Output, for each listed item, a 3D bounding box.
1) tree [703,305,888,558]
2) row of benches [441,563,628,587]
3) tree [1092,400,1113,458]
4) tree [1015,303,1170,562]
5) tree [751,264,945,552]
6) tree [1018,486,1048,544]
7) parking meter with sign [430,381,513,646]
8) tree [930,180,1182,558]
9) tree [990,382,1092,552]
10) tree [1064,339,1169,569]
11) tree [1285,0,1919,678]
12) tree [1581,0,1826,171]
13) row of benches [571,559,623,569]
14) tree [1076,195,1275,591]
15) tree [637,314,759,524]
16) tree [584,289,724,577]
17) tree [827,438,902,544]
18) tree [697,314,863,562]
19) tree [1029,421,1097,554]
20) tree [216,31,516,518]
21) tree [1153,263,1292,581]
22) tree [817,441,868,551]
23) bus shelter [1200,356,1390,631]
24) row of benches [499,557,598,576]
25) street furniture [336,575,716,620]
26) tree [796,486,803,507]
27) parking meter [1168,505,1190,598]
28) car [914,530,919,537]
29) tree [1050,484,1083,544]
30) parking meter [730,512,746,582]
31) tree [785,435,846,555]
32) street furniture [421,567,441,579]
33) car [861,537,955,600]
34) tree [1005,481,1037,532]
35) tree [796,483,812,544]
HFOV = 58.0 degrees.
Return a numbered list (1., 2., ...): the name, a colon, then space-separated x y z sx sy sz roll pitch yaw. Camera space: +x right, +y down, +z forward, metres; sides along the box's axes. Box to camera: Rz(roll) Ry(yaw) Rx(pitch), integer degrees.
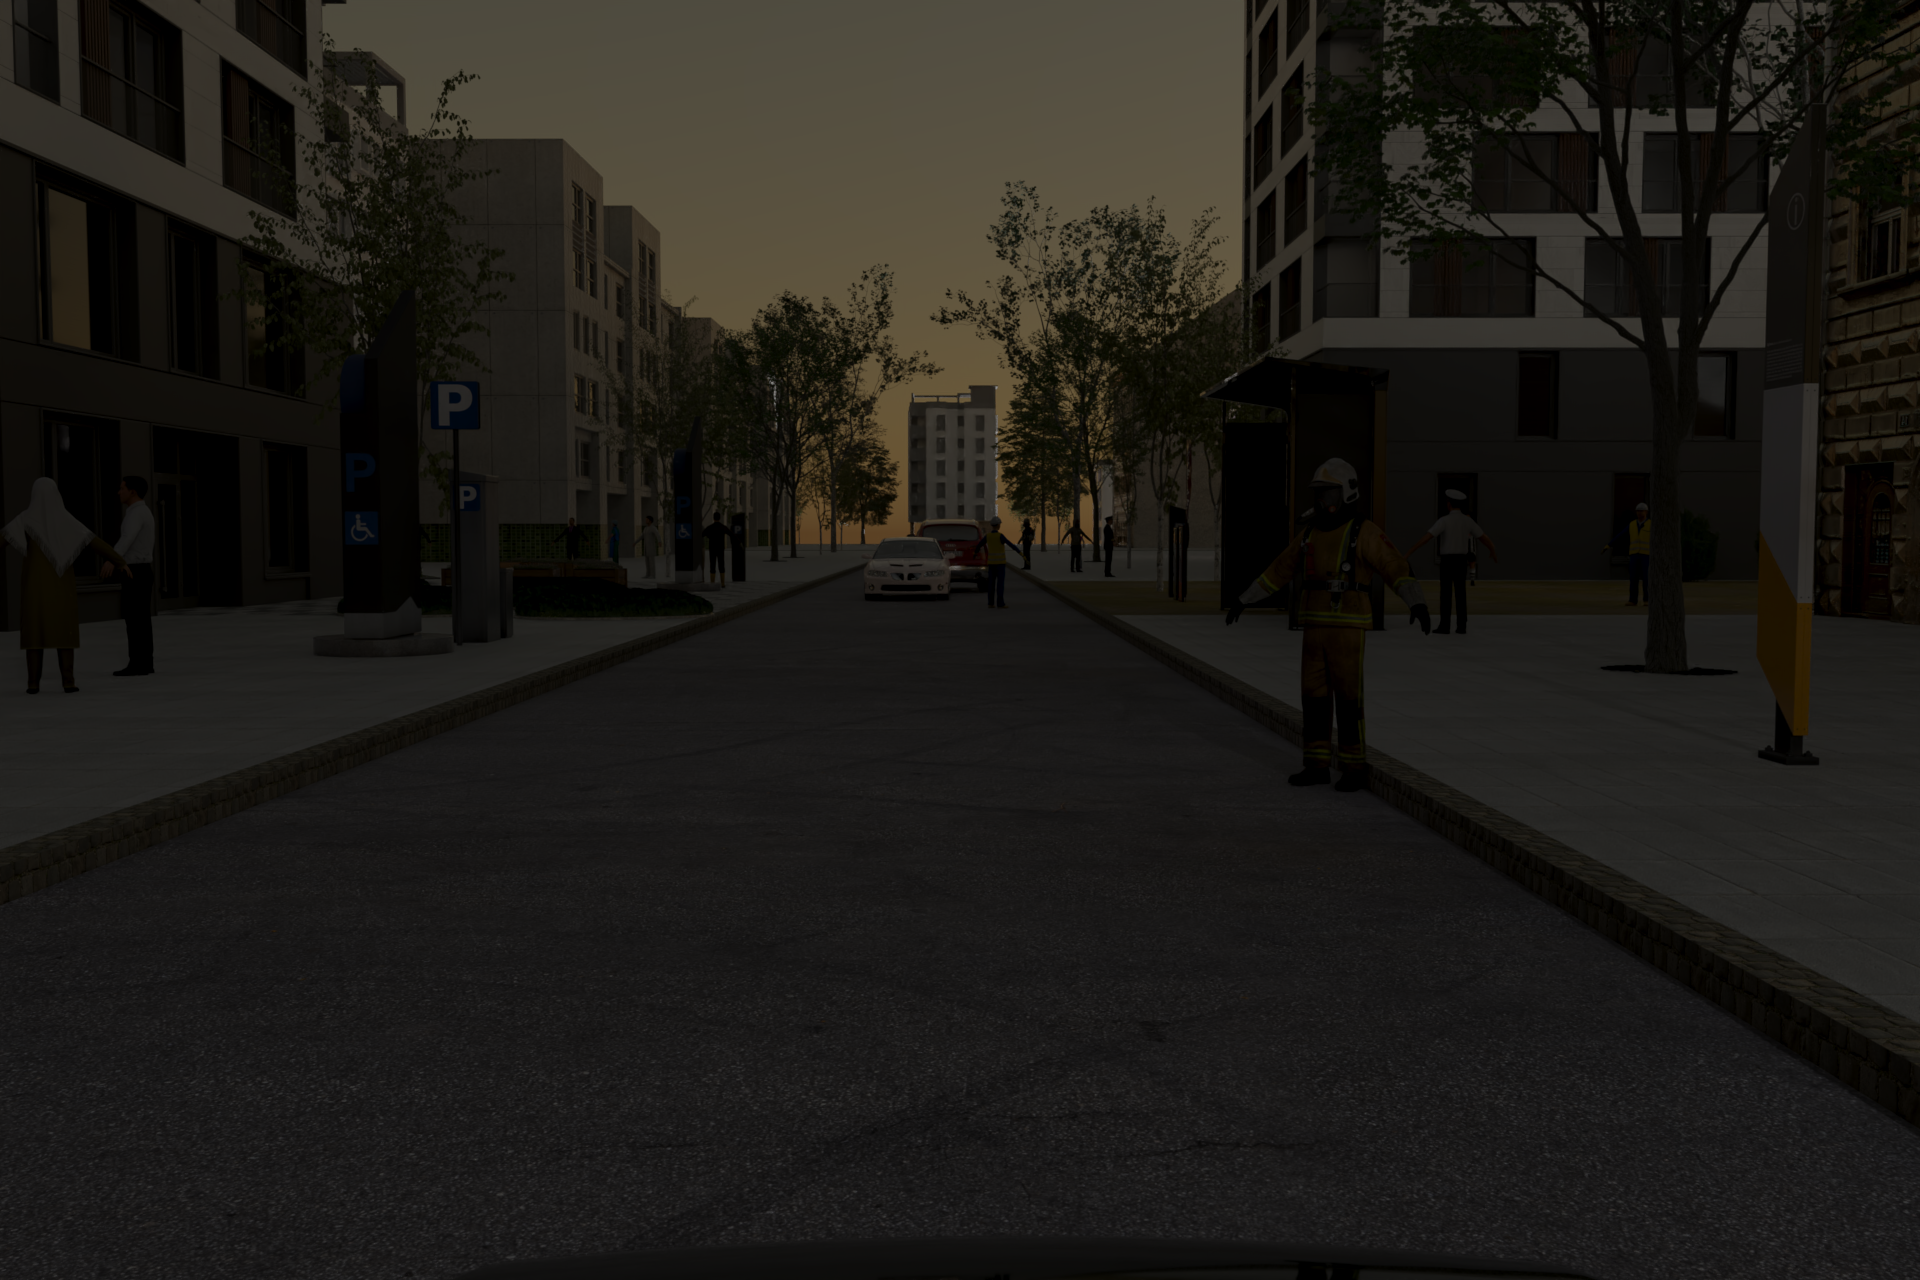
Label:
1. tree: -9.012 -11.164 92.895 12.009 13.543 11.850 0 3 0
2. row of benches: -9.230 -1.332 37.234 4.104 0.672 1.422 0 4 7
3. tree: 23.243 -22.396 222.062 12.611 20.169 13.585 0 3 0
4. tree: 6.093 -9.365 78.867 9.928 11.665 9.643 0 3 0
5. tree: -7.517 -16.178 120.392 12.611 20.169 13.585 0 3 0
6. tree: 9.710 -16.429 218.979 4.360 8.622 3.978 0 3 0
7. parking meter with sign: -5.761 -1.492 20.660 0.543 3.016 1.738 0 4 0
8. tree: 5.210 -14.548 93.745 12.611 20.169 13.585 0 3 0
9. tree: 6.005 -12.653 125.008 7.486 12.596 7.792 0 3 0
10. tree: 6.522 -6.972 64.361 4.360 8.622 3.978 0 3 0
11. tree: 6.578 -5.511 15.868 9.928 11.665 9.643 0 3 0
12. tree: 16.967 -11.010 35.905 12.611 20.169 13.585 0 3 0
13. row of benches: -8.749 -1.598 41.582 1.422 0.672 4.104 -1 4 -20
14. tree: 4.731 -5.401 38.672 4.737 8.622 4.395 0 3 0
15. tree: -8.651 -6.554 57.525 4.737 8.622 4.395 0 3 0
16. tree: -8.480 -6.181 51.425 4.360 8.622 3.978 0 3 0
17. tree: -12.431 -19.374 223.419 9.857 13.997 8.962 0 3 0
18. tree: -8.491 -9.471 80.604 9.928 11.665 9.643 0 3 0
19. tree: 6.131 -9.822 110.947 4.360 8.622 3.978 0 3 0
20. tree: -8.483 -4.607 25.683 4.737 8.622 4.395 0 3 0
21. tree: 7.062 -5.901 46.836 4.737 8.622 4.395 0 3 0
22. tree: -9.093 -11.141 132.511 4.737 8.622 4.395 0 3 0
23. bus shelter: 4.884 -2.124 26.015 1.731 3.624 6.357 0 3 0
24. row of benches: -10.699 -1.840 45.544 4.104 0.672 1.422 3 5 41
25. street furniture: -7.748 -0.894 30.239 5.734 0.657 10.072 -1 4 -17
26. tree: -22.442 -16.712 223.604 4.737 8.622 4.395 0 3 0
27. parking meter: 4.423 -1.791 35.002 0.399 1.863 0.255 0 3 0
28. car: -2.314 -7.109 124.907 2.281 1.827 5.304 0 3 0
29. tree: 13.821 -16.776 224.644 4.737 8.622 4.395 0 3 0
30. parking meter: -5.985 -2.505 46.672 0.399 1.863 0.255 0 4 0
31. tree: -8.531 -9.661 108.323 4.360 8.622 3.978 0 3 0
32. street furniture: -17.835 -2.205 42.905 9.812 1.723 11.010 -2 4 -25
33. car: -1.145 -1.625 38.930 2.083 1.381 4.827 0 3 0
34. tree: 8.028 -16.767 224.505 4.737 8.622 4.395 0 3 0
35. tree: -20.557 -16.416 218.770 4.737 8.622 4.395 0 3 0
